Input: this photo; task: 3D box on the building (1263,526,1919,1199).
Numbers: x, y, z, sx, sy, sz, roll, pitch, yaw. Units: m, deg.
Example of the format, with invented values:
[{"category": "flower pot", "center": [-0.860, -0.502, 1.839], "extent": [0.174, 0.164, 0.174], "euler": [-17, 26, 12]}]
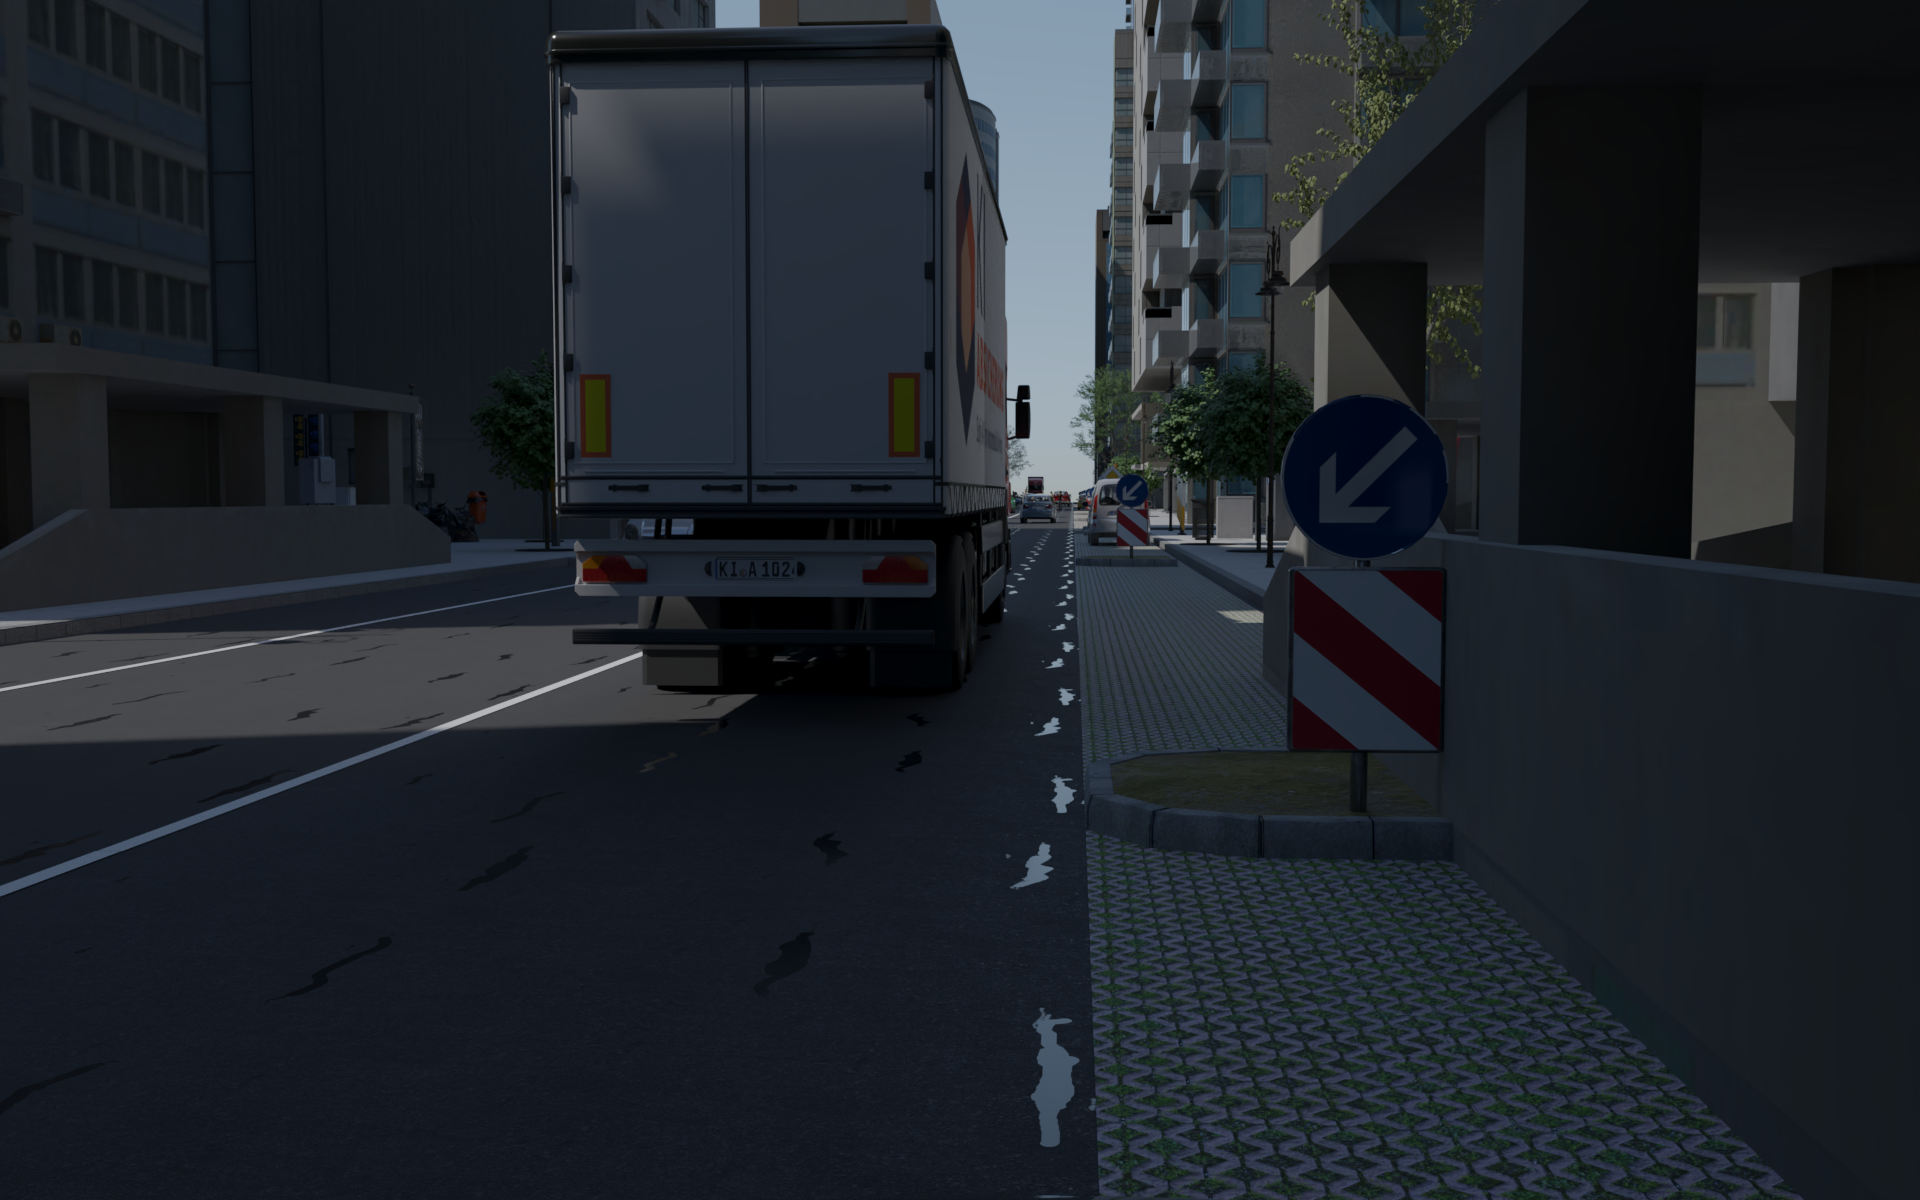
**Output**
[{"category": "building", "center": [17.977, -19.107, 4.284], "extent": [32.217, 40.220, 23.993], "euler": [0, 4, 4]}]

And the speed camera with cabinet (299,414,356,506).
[{"category": "speed camera with cabinet", "center": [-15.549, -2.998, 43.355], "extent": [0.660, 3.252, 2.038], "euler": [2, 4, 27]}]

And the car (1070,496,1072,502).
[{"category": "car", "center": [18.079, -17.585, 296.561], "extent": [2.155, 1.783, 4.494], "euler": [0, 4, 3]}]

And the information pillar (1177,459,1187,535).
[{"category": "information pillar", "center": [6.933, -3.848, 54.271], "extent": [0.183, 3.616, 0.504], "euler": [-1, 4, -14]}]

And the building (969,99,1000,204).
[{"category": "building", "center": [-5.358, -43.615, 255.098], "extent": [21.231, 58.520, 28.212], "euler": [0, 4, 4]}]

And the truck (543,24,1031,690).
[{"category": "truck", "center": [-0.895, -1.659, 16.032], "extent": [2.839, 4.237, 11.283], "euler": [0, 4, 4]}]

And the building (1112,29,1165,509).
[{"category": "building", "center": [20.727, -28.892, 155.981], "extent": [14.154, 41.232, 14.086], "euler": [0, 4, 4]}]

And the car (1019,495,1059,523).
[{"category": "car", "center": [3.942, -4.587, 87.000], "extent": [2.014, 1.417, 4.499], "euler": [0, 4, 5]}]

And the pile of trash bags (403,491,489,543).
[{"category": "pile of trash bags", "center": [-13.713, -2.236, 46.312], "extent": [1.912, 1.369, 3.447], "euler": [1, 4, 17]}]

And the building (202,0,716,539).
[{"category": "building", "center": [-15.455, -22.722, 55.093], "extent": [14.086, 41.232, 14.154], "euler": [0, 4, 4]}]

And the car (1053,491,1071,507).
[{"category": "car", "center": [11.516, -11.531, 197.203], "extent": [2.281, 1.827, 5.304], "euler": [0, 4, 4]}]

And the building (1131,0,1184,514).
[{"category": "building", "center": [24.943, -31.871, 110.333], "extent": [28.713, 52.752, 27.495], "euler": [0, 4, 4]}]

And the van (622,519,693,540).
[{"category": "van", "center": [-4.670, -1.421, 30.247], "extent": [2.013, 2.044, 4.112], "euler": [0, 4, 5]}]

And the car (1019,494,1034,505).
[{"category": "car", "center": [7.836, -11.501, 197.085], "extent": [2.155, 1.783, 4.494], "euler": [0, 4, 3]}]

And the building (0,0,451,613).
[{"category": "building", "center": [-26.016, -20.387, 25.211], "extent": [32.217, 40.220, 23.993], "euler": [0, 4, 4]}]

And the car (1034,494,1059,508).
[{"category": "car", "center": [5.160, -5.971, 107.843], "extent": [2.015, 1.641, 3.980], "euler": [0, 4, 3]}]

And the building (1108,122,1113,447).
[{"category": "building", "center": [28.664, -35.625, 202.083], "extent": [23.786, 49.044, 30.456], "euler": [0, 4, 4]}]

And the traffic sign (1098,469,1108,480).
[{"category": "traffic sign", "center": [5.813, -3.945, 68.141], "extent": [0.795, 2.450, 0.064], "euler": [0, 4, 4]}]

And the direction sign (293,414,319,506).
[{"category": "direction sign", "center": [-18.209, -3.443, 48.295], "extent": [0.379, 3.537, 0.876], "euler": [2, 4, 26]}]

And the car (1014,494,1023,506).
[{"category": "car", "center": [7.369, -11.814, 205.152], "extent": [2.014, 1.417, 4.499], "euler": [0, 4, 4]}]

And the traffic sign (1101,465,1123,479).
[{"category": "traffic sign", "center": [5.292, -3.458, 60.173], "extent": [0.795, 2.450, 0.064], "euler": [0, 4, 4]}]

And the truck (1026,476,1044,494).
[{"category": "truck", "center": [12.151, -17.686, 278.075], "extent": [2.839, 4.237, 11.283], "euler": [0, 4, 4]}]

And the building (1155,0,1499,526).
[{"category": "building", "center": [23.884, -27.910, 75.938], "extent": [30.456, 49.044, 23.786], "euler": [0, 4, 4]}]

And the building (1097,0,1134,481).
[{"category": "building", "center": [30.541, -56.709, 239.855], "extent": [22.319, 86.520, 31.000], "euler": [0, 4, 4]}]

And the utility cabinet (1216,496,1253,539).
[{"category": "utility cabinet", "center": [7.923, -2.373, 49.961], "extent": [1.020, 1.237, 0.306], "euler": [0, 4, -1]}]

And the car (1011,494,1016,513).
[{"category": "car", "center": [3.216, -7.393, 129.676], "extent": [1.959, 1.807, 4.718], "euler": [0, 4, 4]}]

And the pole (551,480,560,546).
[{"category": "pole", "center": [-9.918, -2.969, 42.389], "extent": [0.158, 3.312, 0.155], "euler": [0, 3, 0]}]

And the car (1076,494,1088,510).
[{"category": "car", "center": [11.342, -8.818, 154.401], "extent": [2.015, 1.641, 3.980], "euler": [0, 4, 3]}]

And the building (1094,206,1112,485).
[{"category": "building", "center": [27.536, -37.542, 263.914], "extent": [14.600, 45.320, 14.200], "euler": [0, 4, 4]}]

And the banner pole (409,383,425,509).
[{"category": "banner pole", "center": [-12.368, -3.023, 39.444], "extent": [0.401, 3.779, 0.863], "euler": [0, 4, 4]}]

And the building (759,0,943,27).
[{"category": "building", "center": [-8.842, -30.630, 150.910], "extent": [14.600, 45.320, 14.200], "euler": [0, 4, 4]}]

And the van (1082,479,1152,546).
[{"category": "van", "center": [4.467, -2.570, 49.027], "extent": [2.013, 2.044, 4.112], "euler": [0, 4, 3]}]

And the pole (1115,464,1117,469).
[{"category": "pole", "center": [10.461, -7.486, 116.239], "extent": [0.158, 3.312, 0.155], "euler": [0, 3, 0]}]
